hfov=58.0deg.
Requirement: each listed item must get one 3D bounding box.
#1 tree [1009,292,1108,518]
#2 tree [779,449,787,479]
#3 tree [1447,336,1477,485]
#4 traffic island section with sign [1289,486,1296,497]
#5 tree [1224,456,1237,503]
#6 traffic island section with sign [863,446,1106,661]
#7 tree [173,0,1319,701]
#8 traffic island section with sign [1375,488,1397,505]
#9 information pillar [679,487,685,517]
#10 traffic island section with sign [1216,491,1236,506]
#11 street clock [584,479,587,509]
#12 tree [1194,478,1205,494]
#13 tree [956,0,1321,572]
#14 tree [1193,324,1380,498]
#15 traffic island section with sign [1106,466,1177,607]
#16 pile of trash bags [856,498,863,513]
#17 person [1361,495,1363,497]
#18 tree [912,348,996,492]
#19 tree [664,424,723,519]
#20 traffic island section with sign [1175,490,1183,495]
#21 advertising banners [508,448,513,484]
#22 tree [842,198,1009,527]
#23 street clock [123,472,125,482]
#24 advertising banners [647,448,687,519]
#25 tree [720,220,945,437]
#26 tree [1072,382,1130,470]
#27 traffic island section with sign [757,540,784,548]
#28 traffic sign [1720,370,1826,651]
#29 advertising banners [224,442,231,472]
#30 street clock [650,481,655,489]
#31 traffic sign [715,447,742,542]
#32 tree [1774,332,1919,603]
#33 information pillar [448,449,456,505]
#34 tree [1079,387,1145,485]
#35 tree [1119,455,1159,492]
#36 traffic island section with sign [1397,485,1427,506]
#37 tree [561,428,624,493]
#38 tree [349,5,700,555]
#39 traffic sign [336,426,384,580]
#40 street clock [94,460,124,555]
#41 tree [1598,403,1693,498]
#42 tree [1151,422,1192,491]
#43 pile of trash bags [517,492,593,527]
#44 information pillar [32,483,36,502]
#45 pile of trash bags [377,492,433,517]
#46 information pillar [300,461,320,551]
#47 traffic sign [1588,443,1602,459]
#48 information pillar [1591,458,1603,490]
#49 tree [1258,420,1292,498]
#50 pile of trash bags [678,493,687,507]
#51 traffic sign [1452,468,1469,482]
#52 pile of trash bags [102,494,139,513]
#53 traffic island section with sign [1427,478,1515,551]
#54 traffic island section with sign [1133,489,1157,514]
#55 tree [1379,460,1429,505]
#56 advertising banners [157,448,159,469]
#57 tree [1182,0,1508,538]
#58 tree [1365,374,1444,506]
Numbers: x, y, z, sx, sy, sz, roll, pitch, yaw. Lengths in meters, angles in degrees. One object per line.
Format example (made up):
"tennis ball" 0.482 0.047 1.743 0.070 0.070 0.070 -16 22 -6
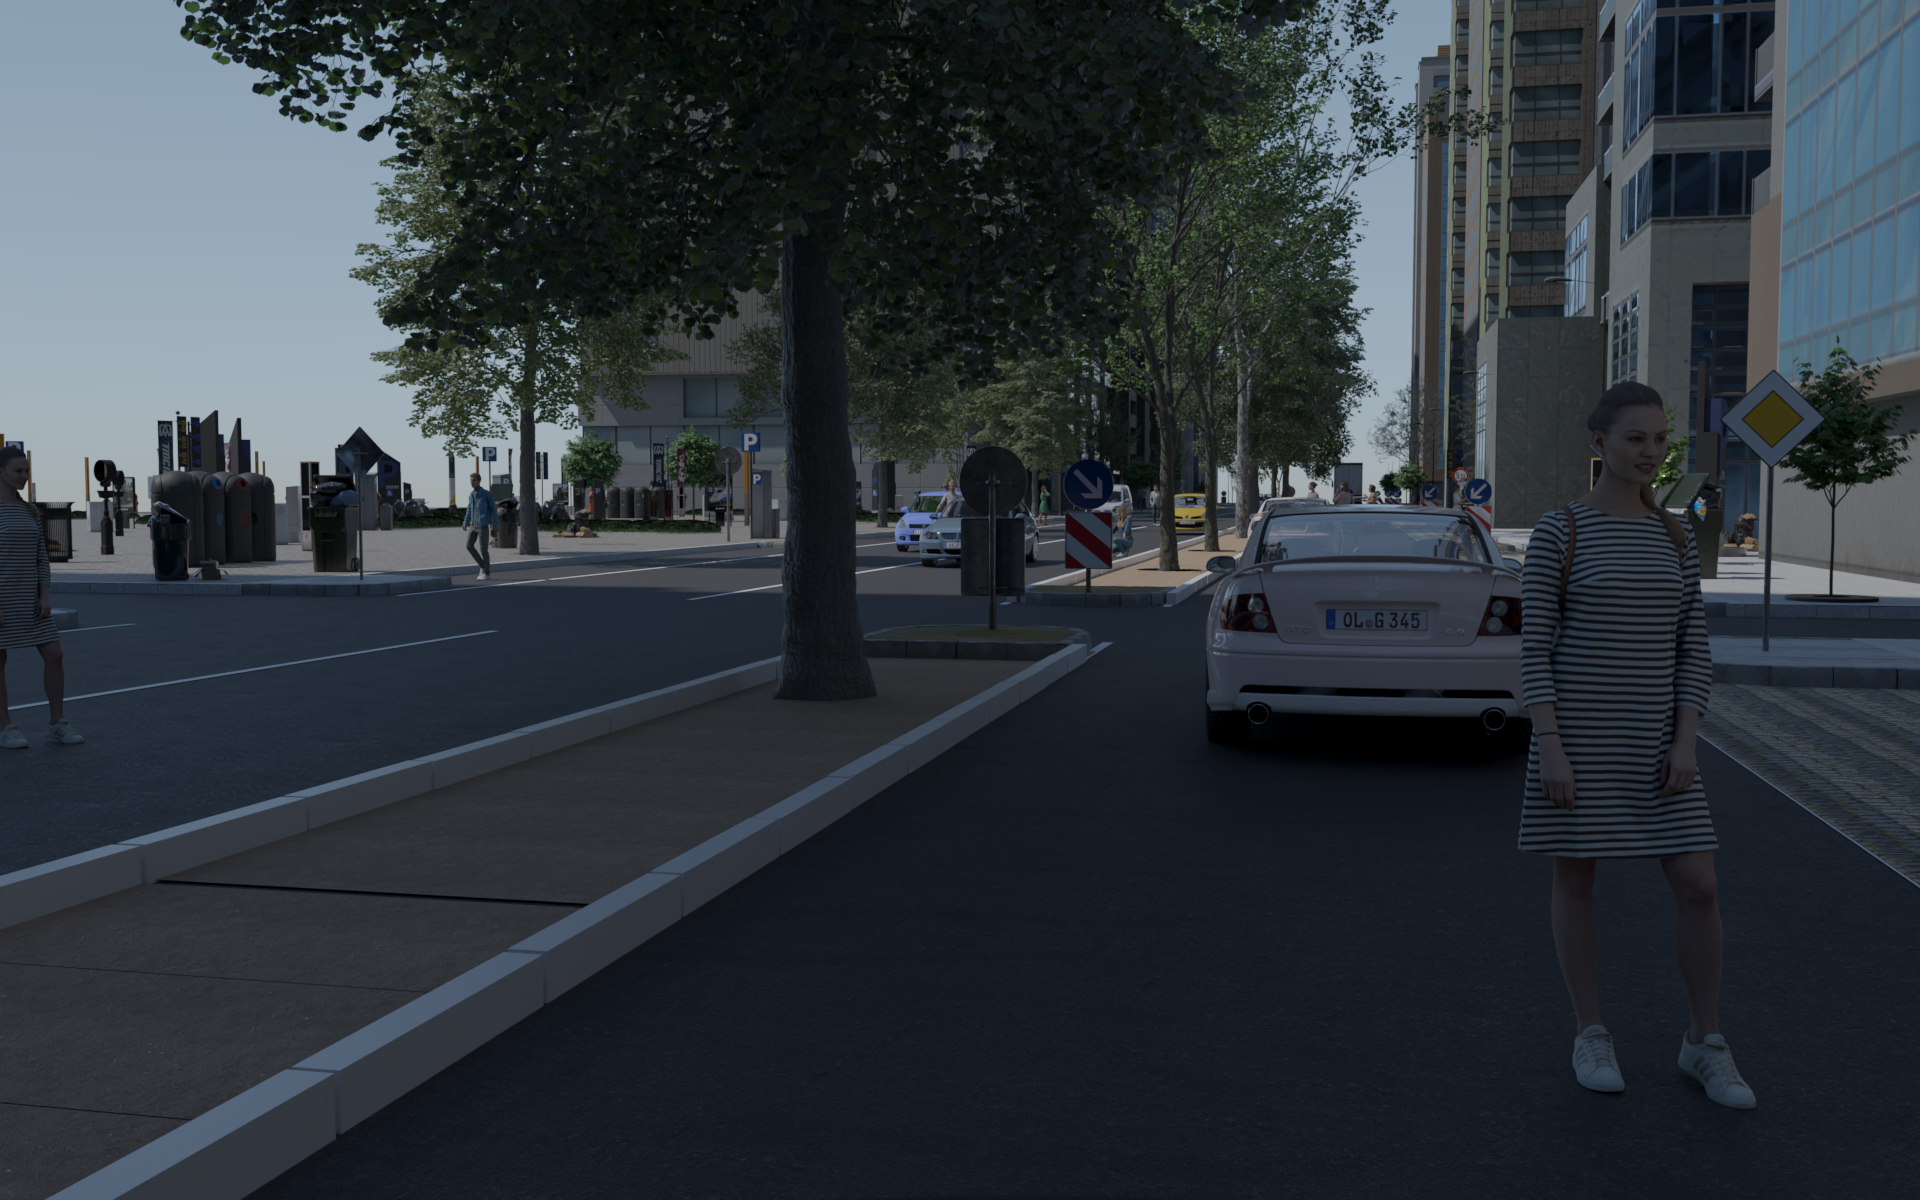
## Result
"tree" 4.101 -10.709 93.222 7.486 12.596 7.792 0 3 0
"tree" -7.640 -6.416 88.620 4.285 4.588 4.351 0 3 0
"tree" 23.476 -7.724 76.655 4.360 8.622 3.978 0 3 0
"traffic island section with sign" 18.305 -5.398 96.390 2.006 1.907 1.989 1 4 13
"tree" 39.948 -18.468 252.320 4.360 8.622 3.978 0 3 0
"traffic island section with sign" 0.173 -0.472 15.853 2.006 1.907 1.989 1 4 13
"tree" -0.958 -6.274 11.688 9.857 13.997 8.962 0 3 0
"traffic island section with sign" 35.837 -8.367 145.434 1.989 1.847 2.006 1 4 13
"information pillar" -15.767 -5.729 98.156 0.304 2.012 0.304 0 4 1
"traffic island section with sign" 31.038 -11.914 203.427 1.989 1.847 2.006 1 4 13
"street clock" -17.406 -4.598 79.745 0.358 2.002 0.471 2 4 33
"tree" 28.670 -12.850 204.691 1.663 3.219 1.824 0 3 0
"tree" 3.793 -6.342 31.903 9.928 11.665 9.643 0 3 0
"tree" 17.431 -10.575 92.373 9.611 12.733 9.660 0 3 0
"traffic island section with sign" 1.809 -0.914 23.078 2.006 1.907 1.989 1 4 13
"pile of trash bags" -6.166 -4.583 84.689 1.912 1.369 3.447 -3 5 -40
"person" 56.991 -14.517 246.648 0.742 1.727 0.445 -1 4 -19
"tree" -0.405 -8.329 86.536 4.737 8.622 4.395 0 3 0
"tree" -12.233 -5.889 80.003 4.285 4.588 4.351 0 3 0
"traffic island section with sign" 18.919 -8.623 149.609 1.989 1.847 2.006 1 4 13
"advertising banners" -17.220 -4.240 65.505 0.090 3.025 2.074 0 4 4
"tree" -3.228 -9.099 66.901 7.486 12.596 7.792 0 3 0
"street clock" -25.586 -2.942 52.674 0.358 2.002 0.471 0 4 -5
"advertising banners" -11.077 -4.244 65.583 0.090 3.025 2.074 3 4 37
"tree" -4.384 -7.470 56.554 7.601 10.594 8.767 1 4 21
"tree" 9.127 -10.078 115.136 4.360 8.622 3.978 0 3 0
"traffic island section with sign" -4.230 -2.334 46.796 1.989 1.847 2.006 1 4 13
"traffic sign" 6.581 -0.639 14.092 0.795 2.450 0.064 1 4 13
"advertising banners" -25.481 -3.872 59.490 2.074 3.025 0.090 3 5 43
"street clock" -16.684 -5.485 94.242 0.358 2.002 0.471 -2 4 -25
"traffic sign" -6.231 -2.841 46.555 0.768 2.556 0.104 1 4 13
"tree" 10.377 -1.601 20.782 1.663 3.219 1.824 0 3 0
"information pillar" -26.435 -6.040 90.115 0.183 3.616 0.504 1 4 17
"tree" 10.396 -10.367 119.860 4.737 8.622 4.395 0 3 0
"tree" 15.064 -9.896 145.519 4.285 4.588 4.351 0 3 0
"traffic island section with sign" 18.939 -3.777 70.384 1.989 1.847 2.006 1 4 13
"tree" -18.333 -6.265 86.141 4.285 4.588 4.351 0 3 0
"tree" -8.740 -7.214 36.080 7.486 12.596 7.792 0 3 0
"traffic sign" -8.924 -1.354 25.775 0.795 2.450 0.064 1 4 13
"street clock" -18.010 -1.955 36.533 0.471 2.002 0.358 2 4 31
"tree" 12.655 -2.291 32.059 1.663 3.219 1.824 0 3 0
"tree" 20.246 -13.106 164.650 4.360 8.622 3.978 0 3 0
"pile of trash bags" -15.891 -3.608 68.742 3.447 1.369 1.912 -1 4 -19
"information pillar" -59.497 -6.521 111.114 0.304 2.012 0.304 0 4 -1
"pile of trash bags" -23.091 -3.735 70.811 1.912 1.369 3.447 1 4 16
"information pillar" -14.592 -2.106 38.922 0.304 2.012 0.304 2 4 23
"traffic sign" 8.335 -1.116 21.883 0.795 2.450 0.064 1 4 13
"information pillar" 13.129 -1.896 35.485 0.304 2.012 0.304 -3 4 -39
"tree" 15.493 -8.047 84.392 4.737 8.622 4.395 0 3 0
"pile of trash bags" -18.121 -5.784 104.326 3.447 1.369 1.912 0 4 3
"traffic sign" 24.186 -5.114 83.722 0.768 2.556 0.104 1 4 18
"pile of trash bags" -51.574 -5.931 106.728 3.447 1.369 1.912 3 5 40
"traffic island section with sign" 13.023 -2.169 44.084 1.989 1.847 2.006 1 4 13
"traffic island section with sign" 12.921 -6.992 122.948 1.989 1.847 2.006 1 4 13
"tree" 42.401 -10.963 162.958 4.285 4.588 4.351 0 3 0
"advertising banners" -30.818 -4.349 67.296 0.090 3.025 2.074 0 4 -6
"tree" 10.085 -11.974 54.120 12.611 20.169 13.585 0 3 0
"tree" 46.313 -16.302 176.913 12.009 13.543 11.850 0 3 0
